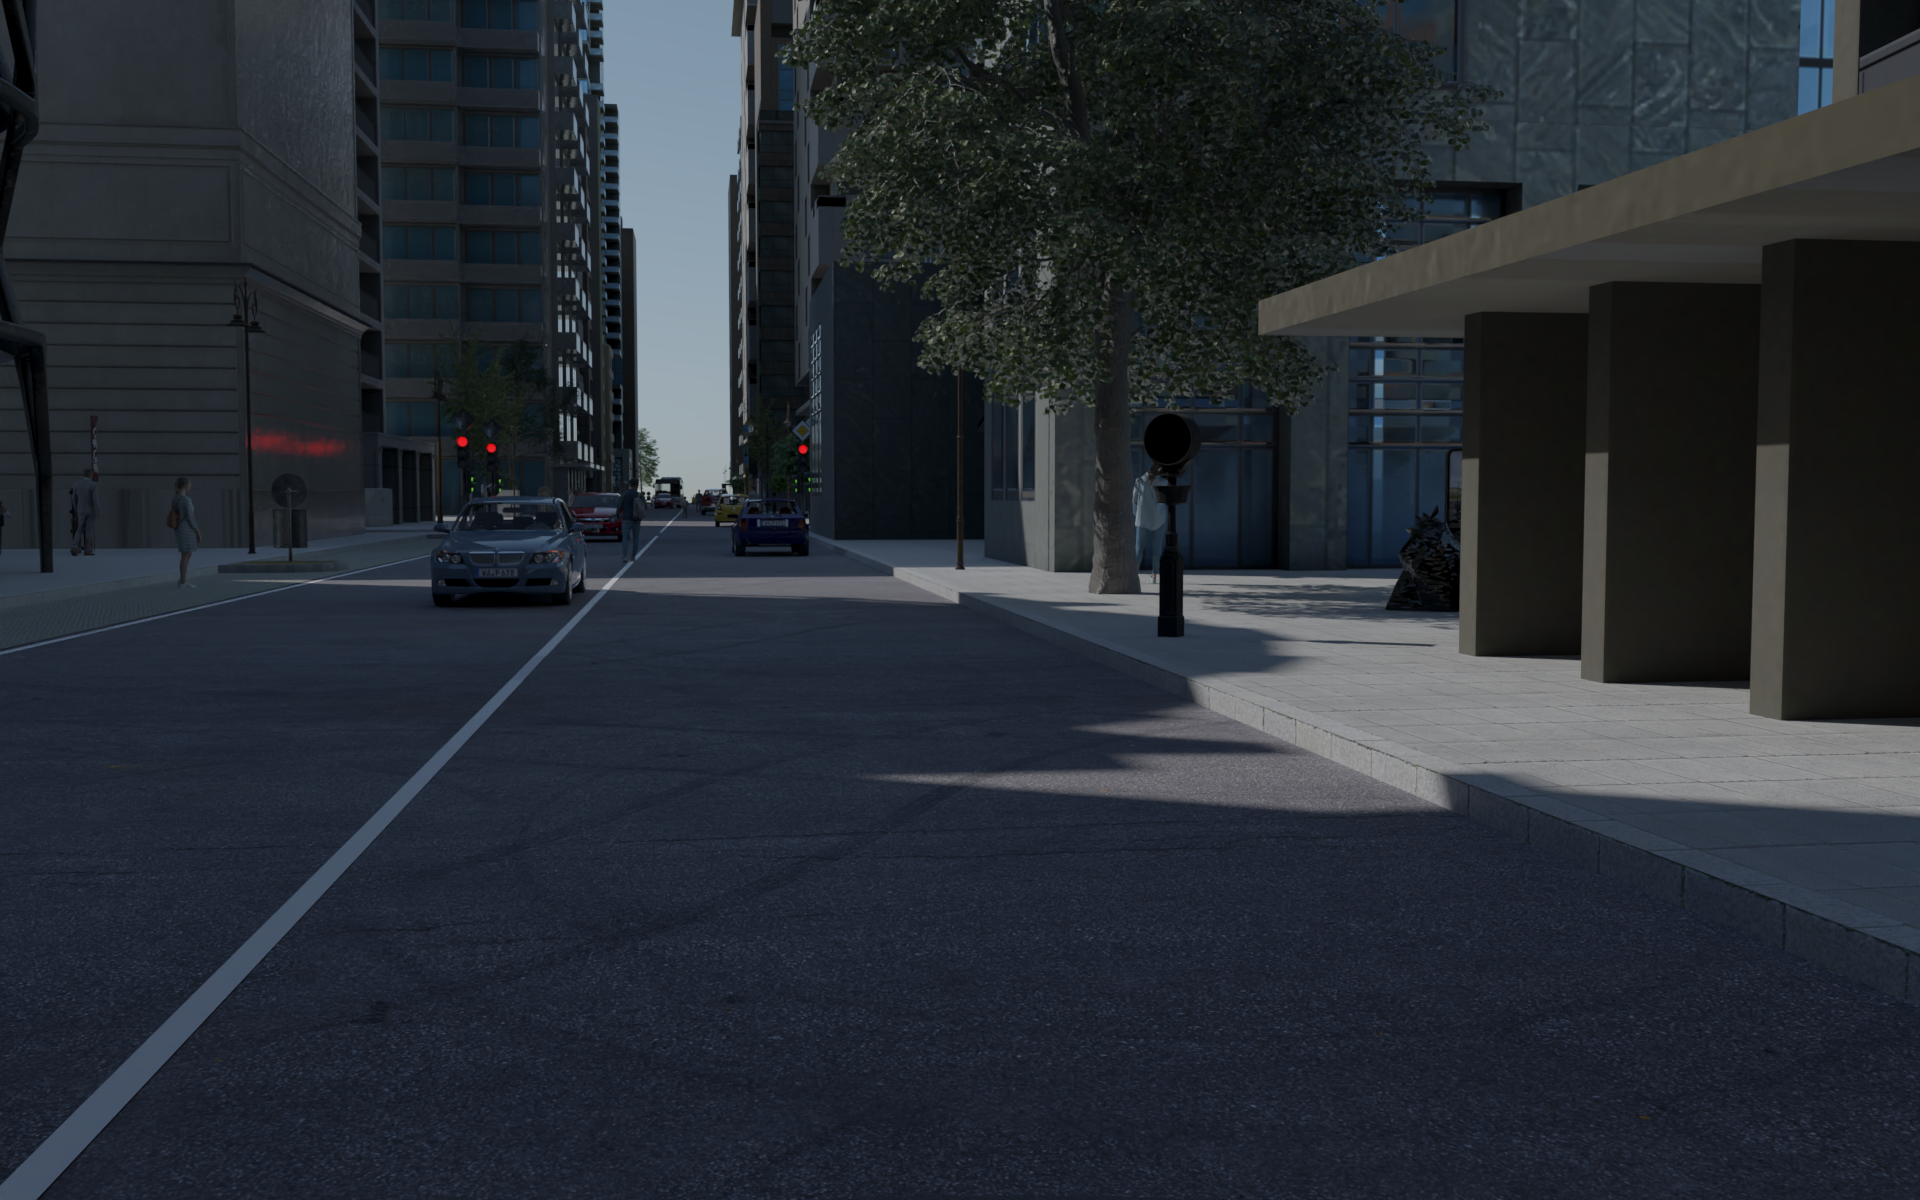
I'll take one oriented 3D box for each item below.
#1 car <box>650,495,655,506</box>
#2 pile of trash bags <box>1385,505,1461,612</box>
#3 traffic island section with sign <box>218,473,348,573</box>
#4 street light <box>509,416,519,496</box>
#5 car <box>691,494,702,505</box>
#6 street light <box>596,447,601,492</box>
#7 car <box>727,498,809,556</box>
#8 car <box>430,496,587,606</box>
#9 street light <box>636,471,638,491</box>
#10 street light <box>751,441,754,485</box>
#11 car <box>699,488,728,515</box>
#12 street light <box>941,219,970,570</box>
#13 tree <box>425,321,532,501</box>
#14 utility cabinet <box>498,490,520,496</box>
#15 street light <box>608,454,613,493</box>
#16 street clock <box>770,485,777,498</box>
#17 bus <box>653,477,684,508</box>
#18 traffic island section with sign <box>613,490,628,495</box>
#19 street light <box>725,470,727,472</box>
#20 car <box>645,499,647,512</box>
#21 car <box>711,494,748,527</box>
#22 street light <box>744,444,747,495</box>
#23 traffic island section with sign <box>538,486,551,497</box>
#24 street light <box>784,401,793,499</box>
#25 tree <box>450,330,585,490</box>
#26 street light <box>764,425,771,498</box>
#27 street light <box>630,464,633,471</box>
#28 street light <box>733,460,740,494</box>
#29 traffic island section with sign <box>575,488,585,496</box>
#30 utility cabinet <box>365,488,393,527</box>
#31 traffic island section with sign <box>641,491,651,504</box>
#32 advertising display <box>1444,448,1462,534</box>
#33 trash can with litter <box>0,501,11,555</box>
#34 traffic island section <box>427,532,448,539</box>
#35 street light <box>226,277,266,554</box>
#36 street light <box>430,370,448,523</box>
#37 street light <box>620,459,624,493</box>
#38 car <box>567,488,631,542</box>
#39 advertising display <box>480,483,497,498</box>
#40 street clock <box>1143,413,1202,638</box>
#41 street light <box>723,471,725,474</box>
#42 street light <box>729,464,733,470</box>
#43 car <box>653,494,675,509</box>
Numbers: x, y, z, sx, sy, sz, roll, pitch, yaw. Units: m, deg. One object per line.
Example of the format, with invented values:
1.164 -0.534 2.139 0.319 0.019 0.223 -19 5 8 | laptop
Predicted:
-36.180 -11.954 207.807 2.083 1.381 4.827 -1 4 -9 | car
6.192 -0.532 18.453 1.912 1.369 3.447 -2 4 -31 | pile of trash bags
-12.519 -1.441 32.194 1.989 1.847 2.006 -1 4 -9 | traffic island section with sign
-23.577 -7.262 91.523 0.468 5.910 1.993 -1 4 -9 | street light
-35.903 -13.897 237.446 2.015 1.641 3.980 0 4 -7 | car
-34.828 -11.869 166.844 0.468 5.910 1.993 -1 4 -9 | street light
-4.556 -1.756 41.290 1.945 1.354 3.894 -1 4 -9 | car
-6.129 -0.724 23.847 2.014 1.417 4.499 -1 4 -8 | car
-51.614 -18.600 276.899 0.468 5.910 1.993 -1 4 -9 | street light
-16.710 -10.236 140.142 0.468 5.910 1.993 -1 4 -9 | street light
-16.599 -6.676 117.833 2.281 1.827 5.304 0 4 -8 | car
0.003 -3.451 29.217 0.468 5.910 1.993 -1 4 -9 | street light
-20.701 -7.550 73.811 4.737 8.622 4.395 0 3 0 | tree
-24.829 -5.302 95.364 1.173 1.500 0.318 1 4 12 | utility cabinet
-39.083 -13.507 193.622 0.468 5.910 1.993 -1 4 -9 | street light
-11.038 -6.012 102.866 0.471 2.002 0.358 -3 4 -37 | street clock
-30.283 -11.363 180.642 2.948 3.499 13.247 0 4 -8 | bus
-32.358 -9.468 163.430 1.989 1.847 2.006 -1 4 -9 | traffic island section with sign
-32.298 -16.535 243.131 0.468 5.910 1.993 -1 4 -9 | street light
-20.678 -6.086 109.097 1.945 1.707 3.694 -1 4 -9 | car
-10.020 -4.075 76.843 2.015 1.641 3.980 0 4 -8 | car
-19.972 -11.541 161.486 0.468 5.910 1.993 -1 4 -9 | street light
-20.760 -4.777 86.732 1.989 1.847 2.006 -1 4 -9 | traffic island section with sign
-8.496 -6.918 85.899 0.468 5.910 1.993 -1 4 -9 | street light
-25.488 -10.038 98.537 7.601 10.594 8.767 1 4 13 | tree
-12.604 -8.597 113.341 0.468 5.910 1.993 -1 4 -9 | street light
-47.456 -16.945 249.831 0.468 5.910 1.993 -1 4 -9 | street light
-24.209 -13.225 189.017 0.468 5.910 1.993 -1 4 -9 | street light
-24.798 -6.407 113.384 1.989 1.847 2.006 -1 4 -9 | traffic island section with sign
-22.633 -3.597 67.486 0.318 1.500 1.173 2 4 25 | utility cabinet
-48.609 -16.040 270.881 1.989 1.847 2.006 -1 4 -9 | traffic island section with sign
7.368 -1.183 24.556 0.974 1.923 0.123 0 4 0 | advertising display
-20.151 -1.484 35.654 0.624 1.170 1.055 1 4 14 | trash can with litter
-16.197 -2.100 56.619 2.009 0.180 2.903 -1 4 -9 | traffic island section
-15.232 -3.933 37.088 0.468 5.910 1.993 -1 4 -9 | street light
-19.439 -5.623 64.727 0.468 5.910 1.993 -1 4 -9 | street light
-43.422 -15.297 222.885 0.468 5.910 1.993 -1 4 -9 | street light
-11.111 -2.702 53.215 2.155 1.783 4.494 0 4 -8 | car
-28.178 -6.015 103.554 0.974 1.923 0.123 -1 4 -21 | advertising display
1.901 -0.671 15.545 0.471 2.002 0.358 2 4 28 | street clock
-36.558 -18.212 270.560 0.468 5.910 1.993 -1 4 -9 | street light
-28.267 -14.865 215.825 0.468 5.910 1.993 -1 4 -9 | street light
-28.698 -9.716 167.890 2.155 1.783 4.494 -1 4 -8 | car
